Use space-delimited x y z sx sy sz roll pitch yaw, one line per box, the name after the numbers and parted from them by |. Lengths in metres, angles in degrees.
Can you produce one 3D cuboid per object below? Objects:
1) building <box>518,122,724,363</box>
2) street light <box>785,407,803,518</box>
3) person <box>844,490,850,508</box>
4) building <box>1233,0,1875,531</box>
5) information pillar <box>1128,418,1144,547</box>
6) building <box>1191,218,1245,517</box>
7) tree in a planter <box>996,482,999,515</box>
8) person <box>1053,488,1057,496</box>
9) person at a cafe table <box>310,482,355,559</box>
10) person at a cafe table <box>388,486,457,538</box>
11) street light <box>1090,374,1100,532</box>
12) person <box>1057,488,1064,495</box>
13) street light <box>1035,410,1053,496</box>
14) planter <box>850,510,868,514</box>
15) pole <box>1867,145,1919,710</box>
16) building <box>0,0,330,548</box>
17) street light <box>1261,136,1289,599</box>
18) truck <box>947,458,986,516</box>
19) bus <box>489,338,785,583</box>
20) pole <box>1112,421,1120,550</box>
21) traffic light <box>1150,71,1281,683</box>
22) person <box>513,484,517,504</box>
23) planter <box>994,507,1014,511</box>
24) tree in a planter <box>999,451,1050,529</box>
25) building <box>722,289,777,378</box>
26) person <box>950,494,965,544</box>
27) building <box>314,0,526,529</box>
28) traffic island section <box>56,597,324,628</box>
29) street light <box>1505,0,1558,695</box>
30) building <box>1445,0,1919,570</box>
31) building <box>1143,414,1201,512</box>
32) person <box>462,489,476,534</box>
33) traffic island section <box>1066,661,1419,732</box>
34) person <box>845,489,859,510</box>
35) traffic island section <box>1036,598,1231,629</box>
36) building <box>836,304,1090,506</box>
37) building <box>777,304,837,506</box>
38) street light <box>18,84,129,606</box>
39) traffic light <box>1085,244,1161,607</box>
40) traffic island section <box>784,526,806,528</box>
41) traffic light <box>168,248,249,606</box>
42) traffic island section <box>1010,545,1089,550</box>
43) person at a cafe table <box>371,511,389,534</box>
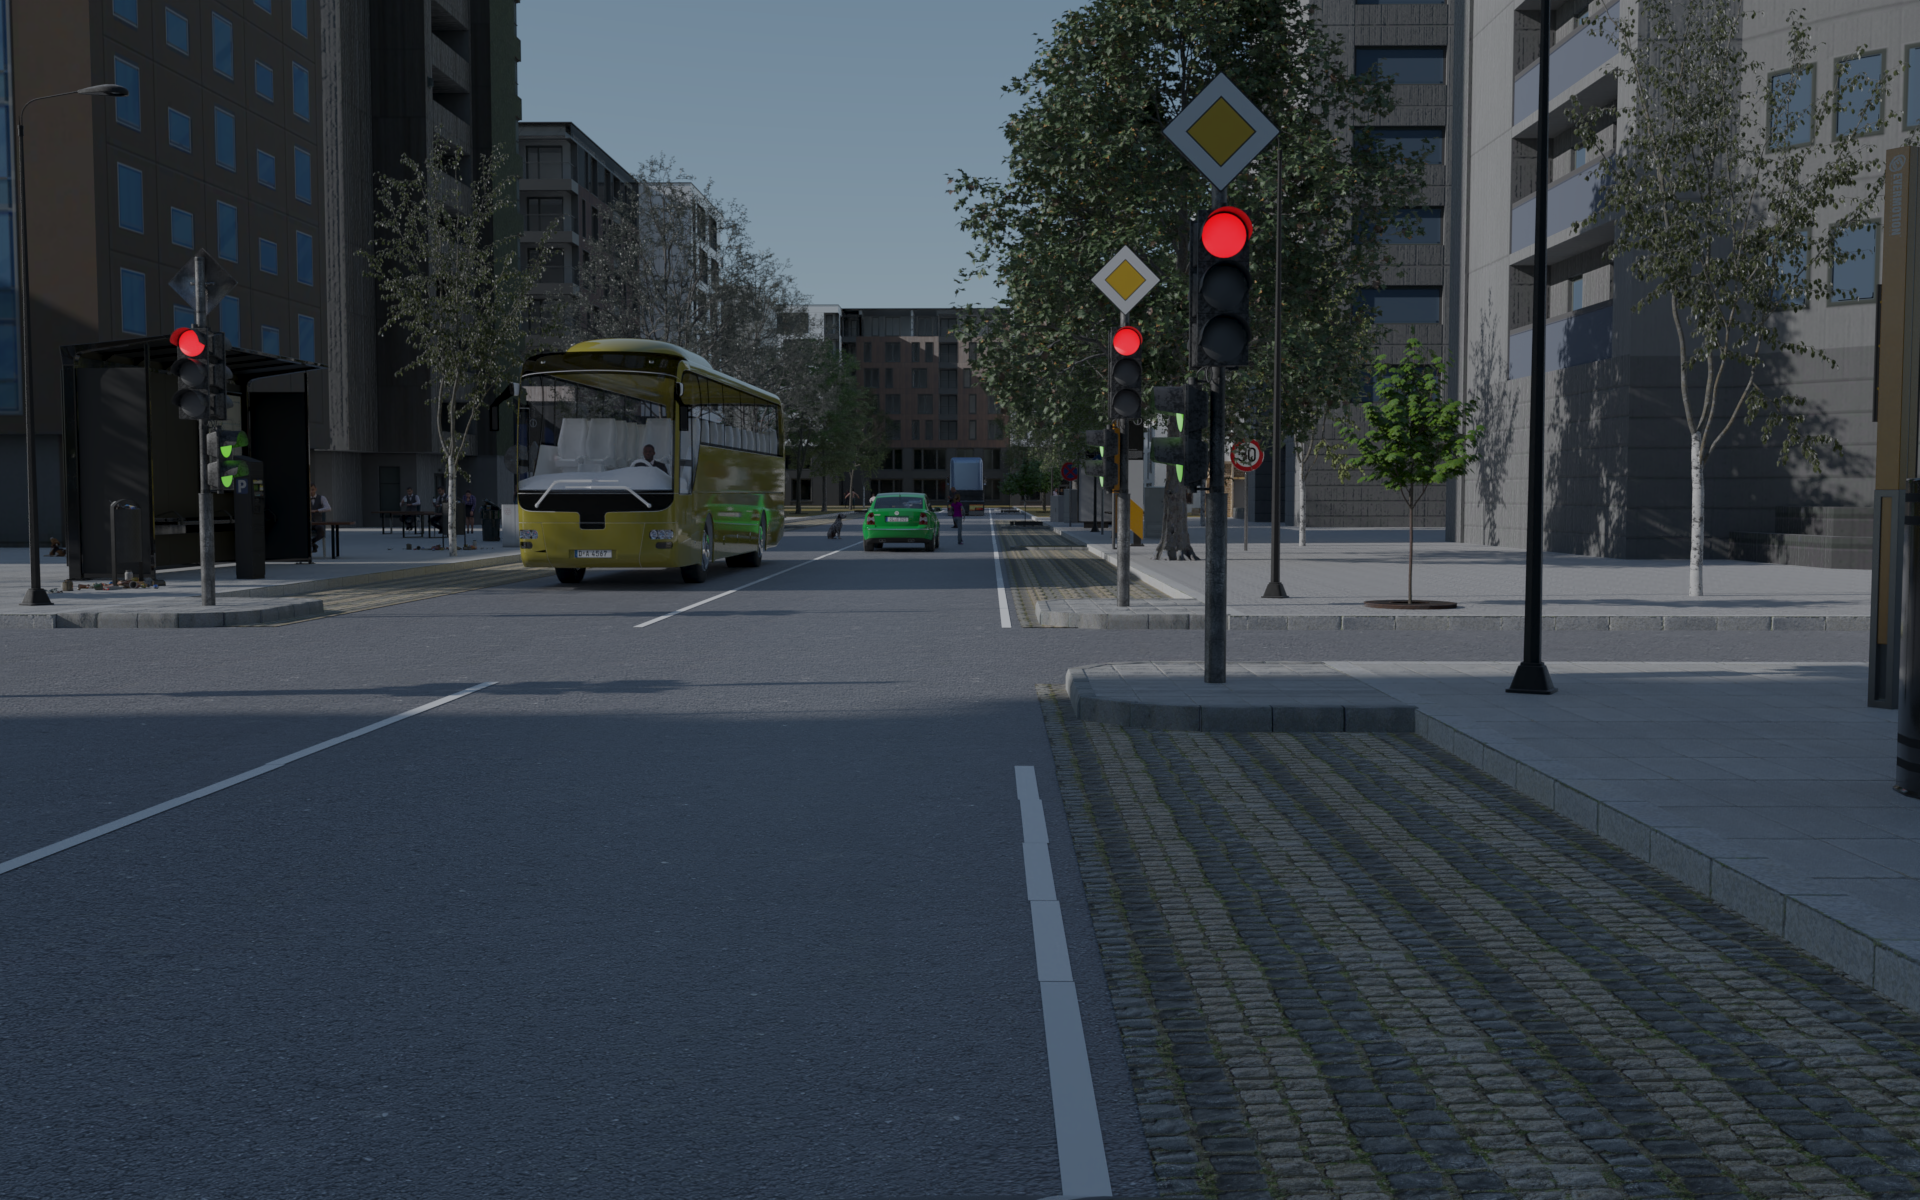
-31.545 -16.382 111.816 27.936 21.610 32.646 0 4 1 | building
-8.972 -7.366 92.977 1.470 5.913 1.316 0 4 1 | street light
-10.468 -9.370 160.704 0.593 1.643 0.415 -2 4 -25 | person
23.913 -32.829 78.749 21.231 58.520 28.212 0 4 1 | building
4.254 -3.115 42.289 0.504 3.616 0.183 0 4 2 | information pillar
21.494 -14.936 100.621 16.016 20.091 11.380 0 4 1 | building
3.513 -7.626 121.913 1.991 3.239 1.994 0 4 1 | tree in a planter
6.784 -7.114 123.298 0.756 1.711 0.436 -3 5 -44 | person
-13.004 -1.597 34.630 1.698 1.524 1.622 -1 4 -13 | person at a cafe table
-15.504 -2.598 50.988 1.698 1.524 1.622 2 4 28 | person at a cafe table
4.012 -5.240 58.210 1.470 5.913 1.316 0 4 1 | street light
9.634 -9.688 164.449 1.348 1.822 0.705 -1 4 -14 | person
4.511 -7.477 94.786 1.470 5.913 1.316 0 4 1 | street light
-6.720 -6.183 122.228 1.991 0.319 1.994 0 4 1 | planter
5.575 -1.007 10.307 0.158 3.312 0.155 0 3 0 | pole
-26.986 -24.258 46.736 14.600 45.320 14.200 0 4 1 | building
3.355 -2.979 21.255 1.470 5.913 1.316 0 4 1 | street light
0.432 -8.085 121.953 2.967 4.110 18.799 0 4 0 | truck
-5.193 -2.421 31.132 2.896 3.916 12.252 0 4 2 | bus
3.614 -2.824 40.024 0.158 3.312 0.155 0 3 0 | pole
1.720 -1.392 11.688 0.839 4.253 0.868 0 4 1 | traffic light
-11.598 -2.281 45.550 0.429 1.552 0.499 1 4 14 | person
3.958 -7.874 149.881 1.991 0.319 1.994 0 4 1 | planter
2.705 -4.548 71.588 1.991 3.239 1.994 0 4 1 | tree in a planter
-33.124 -17.681 155.539 31.486 18.905 16.747 0 4 1 | building
0.014 -2.307 49.456 0.726 1.434 0.776 2 4 33 | person
-26.312 -18.201 69.293 14.160 30.474 14.107 0 4 1 | building
-8.673 0.142 19.958 2.009 0.180 2.903 0 4 1 | traffic island section
3.168 -2.356 11.070 1.470 5.913 1.316 0 4 1 | street light
27.098 -30.238 36.384 28.212 58.520 21.231 0 4 1 | building
18.568 -12.668 149.263 9.099 9.664 28.070 0 4 1 | building
-15.837 -2.853 55.921 0.421 1.427 0.697 -1 4 -12 | person
1.760 0.641 11.801 2.009 0.180 2.903 0 4 1 | traffic island section
-8.906 -8.347 143.218 1.217 1.736 0.721 -1 4 -18 | person
1.887 0.153 19.785 2.009 0.180 2.903 0 4 1 | traffic island section
3.503 -21.818 200.695 32.646 21.610 27.936 0 4 1 | building
-29.145 -21.826 200.823 32.646 21.610 27.936 0 4 1 | building
-10.131 -2.892 19.817 1.470 5.913 1.316 0 4 1 | street light
1.847 -1.881 19.672 0.839 4.253 0.868 0 4 1 | traffic light
-7.508 -3.049 72.722 1.991 0.108 1.994 0 4 1 | traffic island section
-8.633 -1.890 19.822 0.839 4.253 0.868 0 4 1 | traffic light
2.285 -1.338 44.739 1.991 0.108 1.994 0 4 1 | traffic island section
-17.794 -2.883 55.659 1.698 1.524 1.622 0 4 1 | person at a cafe table
